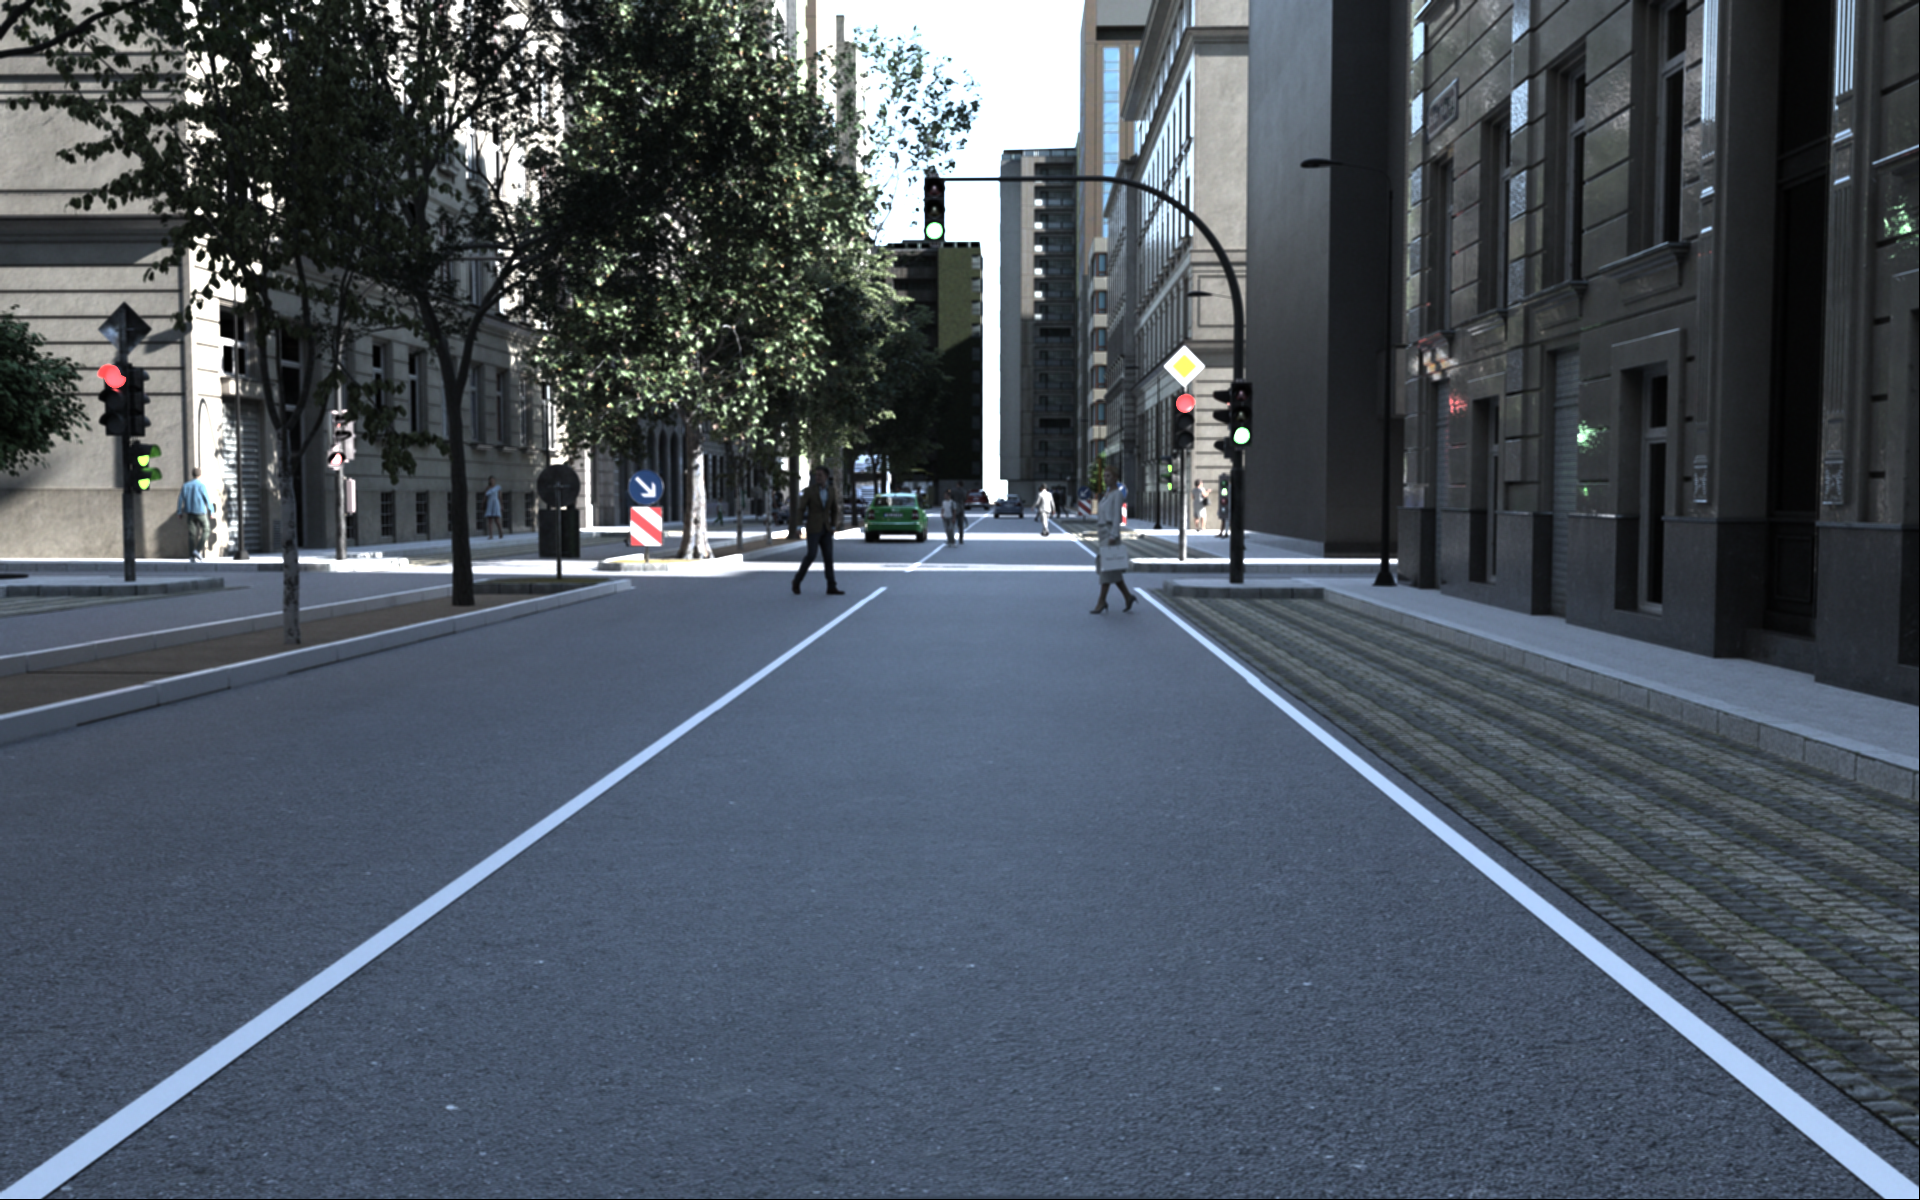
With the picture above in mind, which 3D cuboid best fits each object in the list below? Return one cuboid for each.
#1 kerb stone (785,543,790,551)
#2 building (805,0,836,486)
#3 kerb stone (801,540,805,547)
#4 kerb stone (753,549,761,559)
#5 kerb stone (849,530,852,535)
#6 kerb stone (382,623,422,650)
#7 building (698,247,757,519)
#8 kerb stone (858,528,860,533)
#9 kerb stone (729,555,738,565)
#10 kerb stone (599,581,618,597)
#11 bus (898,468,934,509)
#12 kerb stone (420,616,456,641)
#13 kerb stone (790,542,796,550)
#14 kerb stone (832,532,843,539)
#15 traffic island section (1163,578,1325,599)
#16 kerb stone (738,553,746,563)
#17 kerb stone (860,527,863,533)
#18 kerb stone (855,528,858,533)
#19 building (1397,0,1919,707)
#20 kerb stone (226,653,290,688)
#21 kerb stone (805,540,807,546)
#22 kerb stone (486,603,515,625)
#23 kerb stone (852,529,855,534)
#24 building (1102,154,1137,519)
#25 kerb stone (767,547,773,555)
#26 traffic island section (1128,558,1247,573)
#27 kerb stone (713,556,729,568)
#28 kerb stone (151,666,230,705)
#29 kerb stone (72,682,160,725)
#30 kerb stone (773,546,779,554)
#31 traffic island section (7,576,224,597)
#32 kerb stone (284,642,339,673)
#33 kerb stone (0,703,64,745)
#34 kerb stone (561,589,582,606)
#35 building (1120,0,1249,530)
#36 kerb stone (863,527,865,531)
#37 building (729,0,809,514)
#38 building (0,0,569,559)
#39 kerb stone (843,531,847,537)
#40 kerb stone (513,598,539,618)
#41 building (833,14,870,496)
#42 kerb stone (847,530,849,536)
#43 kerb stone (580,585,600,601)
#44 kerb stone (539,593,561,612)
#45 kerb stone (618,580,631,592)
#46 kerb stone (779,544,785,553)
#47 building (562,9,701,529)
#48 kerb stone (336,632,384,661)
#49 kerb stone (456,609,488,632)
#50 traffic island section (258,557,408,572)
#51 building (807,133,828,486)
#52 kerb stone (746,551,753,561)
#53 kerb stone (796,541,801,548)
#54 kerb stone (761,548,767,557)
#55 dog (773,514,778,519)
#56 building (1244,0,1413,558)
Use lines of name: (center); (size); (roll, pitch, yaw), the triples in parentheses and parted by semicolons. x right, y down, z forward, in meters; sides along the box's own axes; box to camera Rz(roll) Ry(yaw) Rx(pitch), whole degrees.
kerb stone: (-4.449, -1.301, 43.522); (0.120, 0.150, 1.000); (0, 4, 2)
building: (-17.926, -30.238, 144.510); (14.600, 45.320, 14.200); (0, 4, 2)
kerb stone: (-4.358, -1.492, 46.597); (0.120, 0.150, 1.000); (0, 4, 2)
kerb stone: (-4.611, -0.991, 38.406); (0.120, 0.150, 1.000); (0, 4, 2)
kerb stone: (-3.915, -2.302, 59.908); (0.120, 0.150, 1.000); (0, 4, 2)
kerb stone: (-5.331, 0.358, 16.341); (0.120, 0.150, 1.000); (0, 4, 2)
building: (-17.534, -14.203, 96.841); (10.561, 19.102, 19.286); (0, 4, 2)
kerb stone: (-3.821, -2.495, 62.992); (0.120, 0.150, 1.000); (0, 4, 2)
kerb stone: (-4.719, -0.802, 35.309); (0.120, 0.150, 1.000); (0, 4, 2)
kerb stone: (-5.068, -0.144, 24.561); (0.120, 0.150, 1.000); (0, 4, 2)
bus: (-4.126, -10.844, 168.839); (2.896, 3.916, 12.252); (0, 4, 3)
kerb stone: (-5.304, 0.295, 17.372); (0.120, 0.150, 1.000); (0, 4, 2)
kerb stone: (-4.417, -1.367, 44.550); (0.120, 0.150, 1.000); (0, 4, 2)
kerb stone: (-4.020, -2.119, 56.833); (0.120, 0.150, 1.000); (0, 4, 2)
traffic island section: (3.999, -0.165, 24.972); (2.009, 0.180, 2.903); (0, 4, 2)
kerb stone: (-4.675, -0.864, 36.342); (0.120, 0.150, 1.000); (0, 4, 2)
kerb stone: (-3.784, -2.554, 64.017); (0.120, 0.150, 1.000); (0, 4, 2)
kerb stone: (-3.854, -2.432, 61.966); (0.120, 0.150, 1.000); (0, 4, 2)
building: (11.495, -13.113, 11.658); (12.463, 27.353, 25.104); (0, 4, 2)
kerb stone: (-5.424, 0.545, 13.277); (0.120, 0.150, 1.000); (0, 4, 2)
kerb stone: (-4.322, -1.555, 47.626); (0.120, 0.150, 1.000); (0, 4, 2)
kerb stone: (-5.225, 0.169, 19.427); (0.120, 0.150, 1.000); (0, 4, 2)
kerb stone: (-3.895, -2.369, 60.937); (0.120, 0.150, 1.000); (0, 4, 2)
building: (13.448, -15.268, 98.790); (9.793, 20.994, 18.267); (0, 4, 2)
kerb stone: (-4.555, -1.116, 40.450); (0.120, 0.150, 1.000); (0, 4, 2)
traffic island section: (4.258, -0.653, 32.953); (2.009, 0.180, 2.903); (0, 4, 2)
kerb stone: (-4.761, -0.737, 34.288); (0.120, 0.150, 1.000); (0, 4, 2)
kerb stone: (-5.464, 0.609, 12.246); (0.120, 0.150, 1.000); (0, 4, 2)
kerb stone: (-5.504, 0.679, 11.210); (0.120, 0.150, 1.000); (0, 4, 2)
kerb stone: (-4.520, -1.179, 41.471); (0.120, 0.150, 1.000); (0, 4, 2)
traffic island section: (-12.233, -0.197, 25.500); (2.009, 0.180, 2.903); (0, 4, 2)
kerb stone: (-5.400, 0.483, 14.298); (0.120, 0.150, 1.000); (0, 4, 2)
kerb stone: (-5.524, 0.738, 10.183); (0.120, 0.150, 1.000); (0, 4, 2)
kerb stone: (-5.132, -0.019, 22.505); (0.120, 0.150, 1.000); (0, 4, 2)
building: (15.833, -14.755, 74.524); (16.112, 22.955, 30.059); (0, 4, 2)
kerb stone: (-3.751, -2.621, 65.043); (0.120, 0.150, 1.000); (0, 4, 2)
building: (-17.964, -26.406, 115.341); (14.154, 41.232, 14.086); (0, 4, 2)
building: (-21.771, -13.120, 47.800); (16.112, 22.955, 30.059); (0, 4, 2)
kerb stone: (-3.984, -2.179, 57.855); (0.120, 0.150, 1.000); (0, 4, 2)
kerb stone: (-5.201, 0.107, 20.451); (0.120, 0.150, 1.000); (0, 4, 2)
building: (-20.373, -33.642, 173.753); (21.600, 48.544, 21.300); (0, 4, 2)
kerb stone: (-3.953, -2.241, 58.878); (0.120, 0.150, 1.000); (0, 4, 2)
kerb stone: (-5.102, -0.081, 23.536); (0.120, 0.150, 1.000); (0, 4, 2)
kerb stone: (-5.165, 0.048, 21.472); (0.120, 0.150, 1.000); (0, 4, 2)
kerb stone: (-5.029, -0.201, 25.589); (0.120, 0.150, 1.000); (0, 4, 2)
kerb stone: (-4.484, -1.241, 42.493); (0.120, 0.150, 1.000); (0, 4, 2)
building: (-19.275, -14.261, 74.969); (13.314, 21.916, 24.055); (0, 4, 2)
kerb stone: (-5.361, 0.422, 15.320); (0.120, 0.150, 1.000); (0, 4, 2)
kerb stone: (-5.259, 0.232, 18.398); (0.120, 0.150, 1.000); (0, 4, 2)
traffic island section: (-11.975, -0.685, 33.481); (2.009, 0.180, 2.903); (0, 4, 2)
building: (-17.776, -21.937, 130.363); (14.160, 30.474, 14.107); (0, 4, 2)
kerb stone: (-4.655, -0.926, 37.375); (0.120, 0.150, 1.000); (0, 4, 2)
kerb stone: (-4.384, -1.425, 45.572); (0.120, 0.150, 1.000); (0, 4, 2)
kerb stone: (-4.585, -1.054, 39.428); (0.120, 0.150, 1.000); (0, 4, 2)
dog: (-9.318, -4.212, 88.156); (0.540, 0.507, 0.406); (-2, 4, -32)
building: (19.371, -15.011, 38.932); (24.014, 27.812, 14.314); (0, 4, 2)
